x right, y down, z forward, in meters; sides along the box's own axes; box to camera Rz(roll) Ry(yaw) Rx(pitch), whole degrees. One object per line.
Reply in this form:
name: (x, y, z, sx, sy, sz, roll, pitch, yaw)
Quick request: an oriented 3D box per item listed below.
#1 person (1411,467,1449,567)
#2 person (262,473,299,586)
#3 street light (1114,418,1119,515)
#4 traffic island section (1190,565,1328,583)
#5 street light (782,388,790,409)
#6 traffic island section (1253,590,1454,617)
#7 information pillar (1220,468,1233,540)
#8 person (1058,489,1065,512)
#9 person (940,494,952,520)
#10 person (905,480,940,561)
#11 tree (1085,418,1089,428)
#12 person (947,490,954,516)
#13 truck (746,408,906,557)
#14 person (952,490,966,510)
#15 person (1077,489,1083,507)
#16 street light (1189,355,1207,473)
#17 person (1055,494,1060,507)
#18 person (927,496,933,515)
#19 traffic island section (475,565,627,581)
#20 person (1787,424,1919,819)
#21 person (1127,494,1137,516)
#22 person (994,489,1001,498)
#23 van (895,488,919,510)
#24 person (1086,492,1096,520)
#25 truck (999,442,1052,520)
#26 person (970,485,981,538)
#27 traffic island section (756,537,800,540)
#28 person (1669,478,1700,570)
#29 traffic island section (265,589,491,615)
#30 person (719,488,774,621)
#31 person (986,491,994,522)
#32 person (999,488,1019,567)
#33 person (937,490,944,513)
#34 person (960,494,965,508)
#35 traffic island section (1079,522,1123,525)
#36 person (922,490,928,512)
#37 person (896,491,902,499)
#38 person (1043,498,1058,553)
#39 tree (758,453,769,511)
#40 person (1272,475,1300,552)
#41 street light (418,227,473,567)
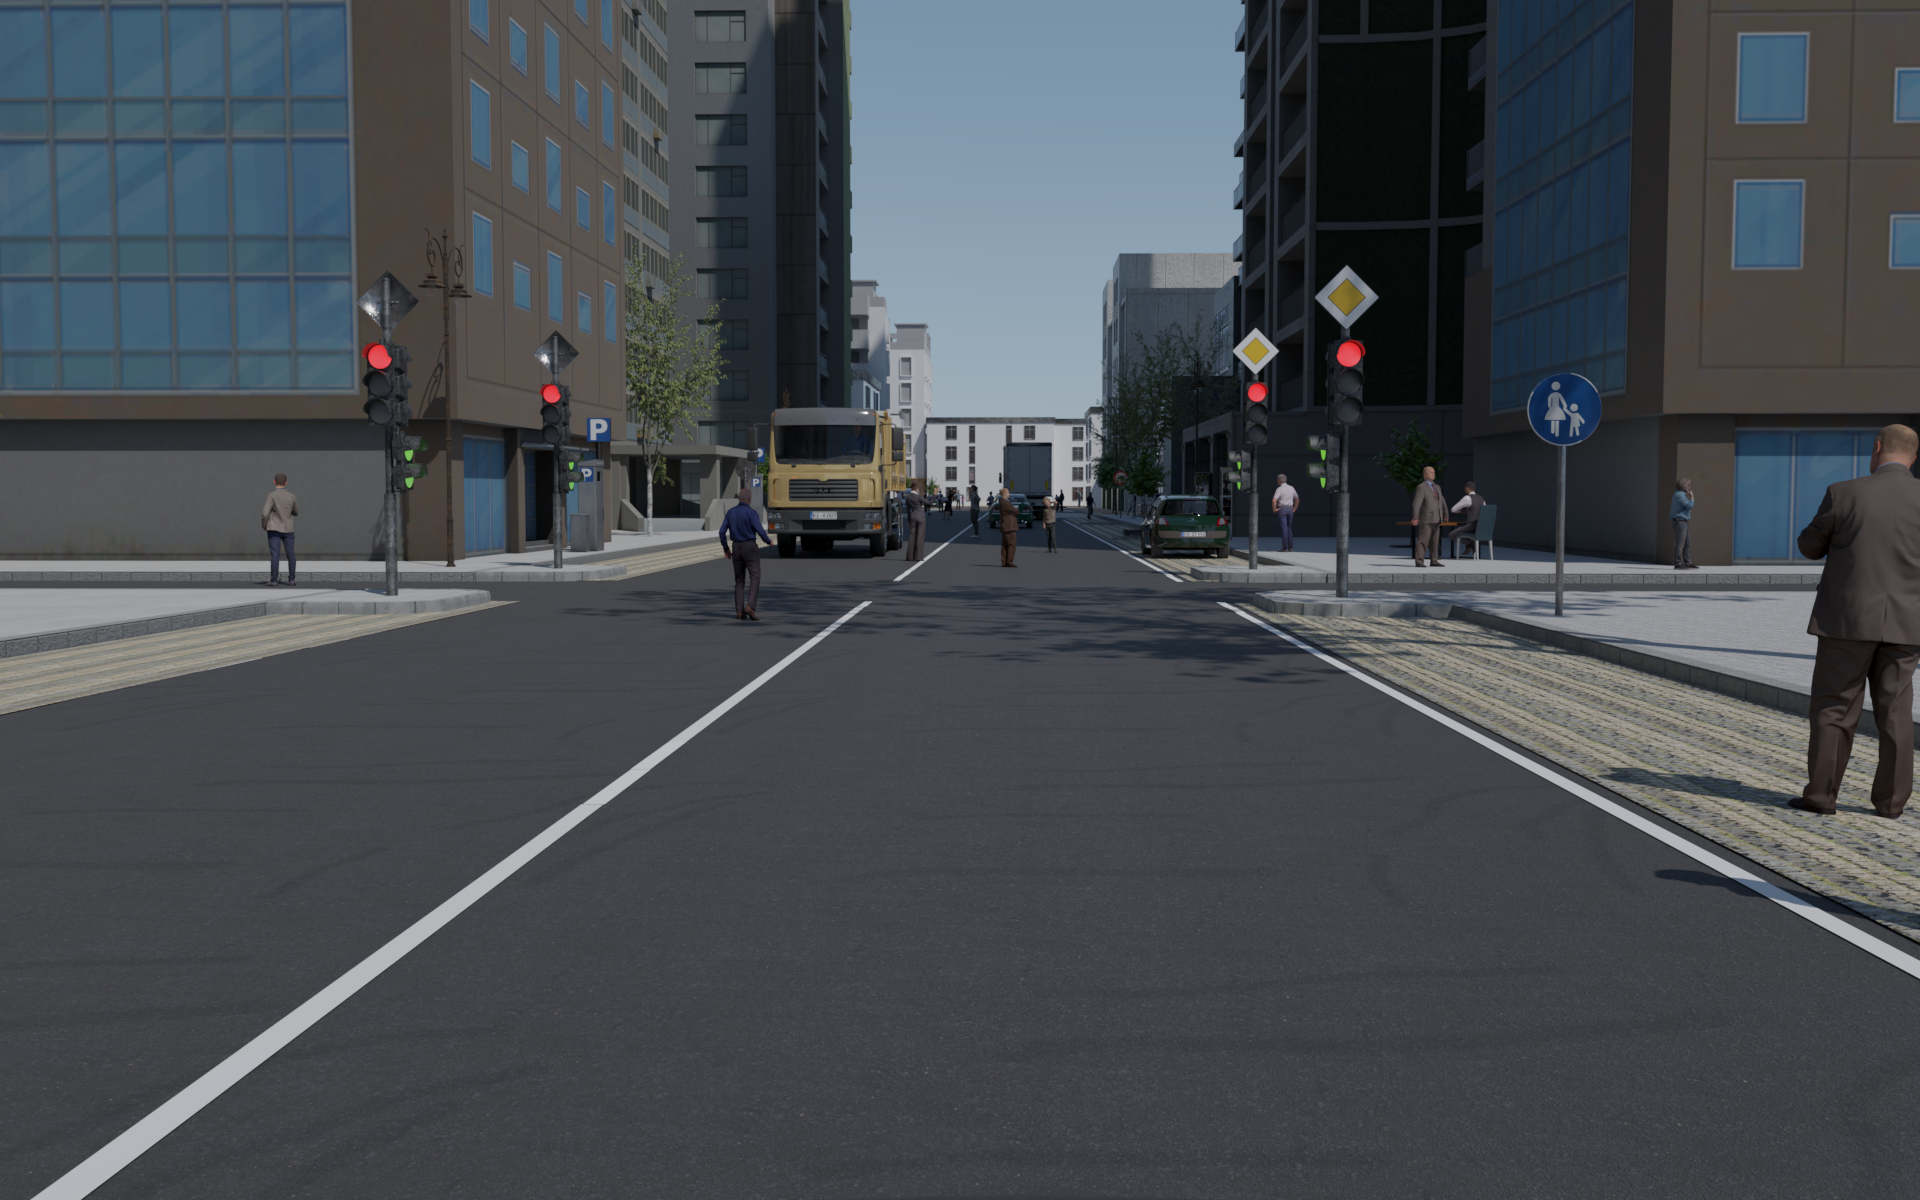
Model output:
person: (8.270, -1.454, 30.362, 0.990, 1.755, 0.434, -2, 4, -34)
person: (-10.695, -1.109, 27.168, 0.617, 1.759, 0.750, -2, 4, -35)
street light: (9.399, -8.029, 104.069, 0.468, 5.910, 1.993, 0, 4, 2)
traffic island section: (5.011, -0.441, 29.487, 2.009, 0.180, 2.903, 0, 4, 2)
street light: (-7.590, -6.306, 75.885, 0.468, 5.910, 1.993, 0, 4, 2)
traffic island section: (4.763, 0.047, 21.506, 2.009, 0.180, 2.903, 0, 4, 2)
information pillar: (7.382, -2.664, 48.052, 0.304, 2.012, 0.304, 0, 4, 0)
person: (8.263, -8.129, 141.424, 0.705, 1.821, 1.348, -1, 4, -22)
person: (-0.814, -5.064, 94.490, 0.799, 1.438, 0.628, 1, 4, 21)
person: (-0.804, -1.690, 36.932, 0.742, 1.727, 0.445, 0, 4, -1)
tree: (10.280, -9.666, 108.398, 4.360, 8.622, 3.978, 0, 3, 0)
person: (-0.701, -6.419, 114.266, 0.721, 1.723, 1.217, 2, 4, 30)
truck: (-2.864, -2.804, 41.774, 3.469, 3.379, 9.791, 0, 4, 2)
person: (-0.147, -9.162, 158.287, 1.348, 1.826, 0.705, -1, 4, -12)
person: (11.600, -9.876, 167.605, 0.705, 1.814, 1.350, -1, 4, -17)
street light: (7.880, -5.188, 57.614, 0.468, 5.910, 1.993, 0, 4, 2)
person: (8.755, -8.787, 155.394, 0.421, 1.427, 0.697, -2, 4, -24)
person: (-1.949, -6.407, 116.482, 0.697, 1.427, 0.421, -1, 4, -13)
traffic island section: (-6.945, -0.464, 29.862, 2.009, 0.180, 2.903, 0, 4, 2)
person: (4.050, 0.087, 7.760, 0.565, 1.739, 0.600, -1, 4, -17)
person: (10.090, -5.674, 101.360, 0.613, 1.512, 0.480, 0, 3, 0)
person: (3.356, -8.307, 144.265, 1.348, 1.831, 0.705, 0, 4, 2)
van: (-3.787, -7.436, 128.597, 2.013, 2.044, 4.112, 0, 4, 2)
person: (7.313, -5.273, 96.927, 0.569, 1.553, 0.471, 0, 4, -6)
truck: (3.746, -6.742, 99.149, 2.839, 4.237, 11.283, 0, 3, 0)
person: (0.503, -2.926, 57.071, 0.376, 1.734, 0.841, 0, 4, 0)
traffic island section: (-5.842, -1.970, 55.069, 1.991, 0.108, 1.994, 0, 4, 2)
person: (12.211, -1.284, 29.253, 0.429, 1.552, 0.499, 3, 5, 44)
traffic island section: (-7.192, 0.024, 21.881, 2.009, 0.180, 2.903, 0, 4, 2)
person: (-2.383, -0.529, 19.839, 0.600, 1.496, 0.574, -3, 5, -43)
person: (1.567, -4.771, 88.565, 0.516, 1.574, 0.319, -3, 5, -43)
person: (0.958, -1.417, 33.943, 0.388, 1.546, 0.482, -1, 4, -10)
person: (-1.488, -7.626, 134.117, 0.436, 1.711, 0.756, -2, 4, -31)
person: (0.234, -10.045, 175.955, 0.599, 1.433, 0.991, -3, 5, -41)
traffic island section: (6.618, -3.584, 81.459, 1.991, 0.108, 1.994, 0, 4, 2)
person: (-2.720, -7.602, 133.599, 0.445, 1.727, 0.742, 0, 4, -8)
person: (-4.329, -6.799, 120.596, 0.436, 1.711, 0.756, 2, 4, 29)
person: (2.212, -1.825, 42.256, 0.435, 1.345, 0.340, 1, 4, 20)
tree: (-9.163, -5.294, 81.165, 1.663, 3.219, 1.824, 0, 3, 0)
person: (7.119, -1.907, 38.164, 0.756, 1.711, 0.436, -1, 4, -23)
street light: (-8.969, -3.519, 30.329, 0.468, 5.910, 1.993, 0, 4, 2)
